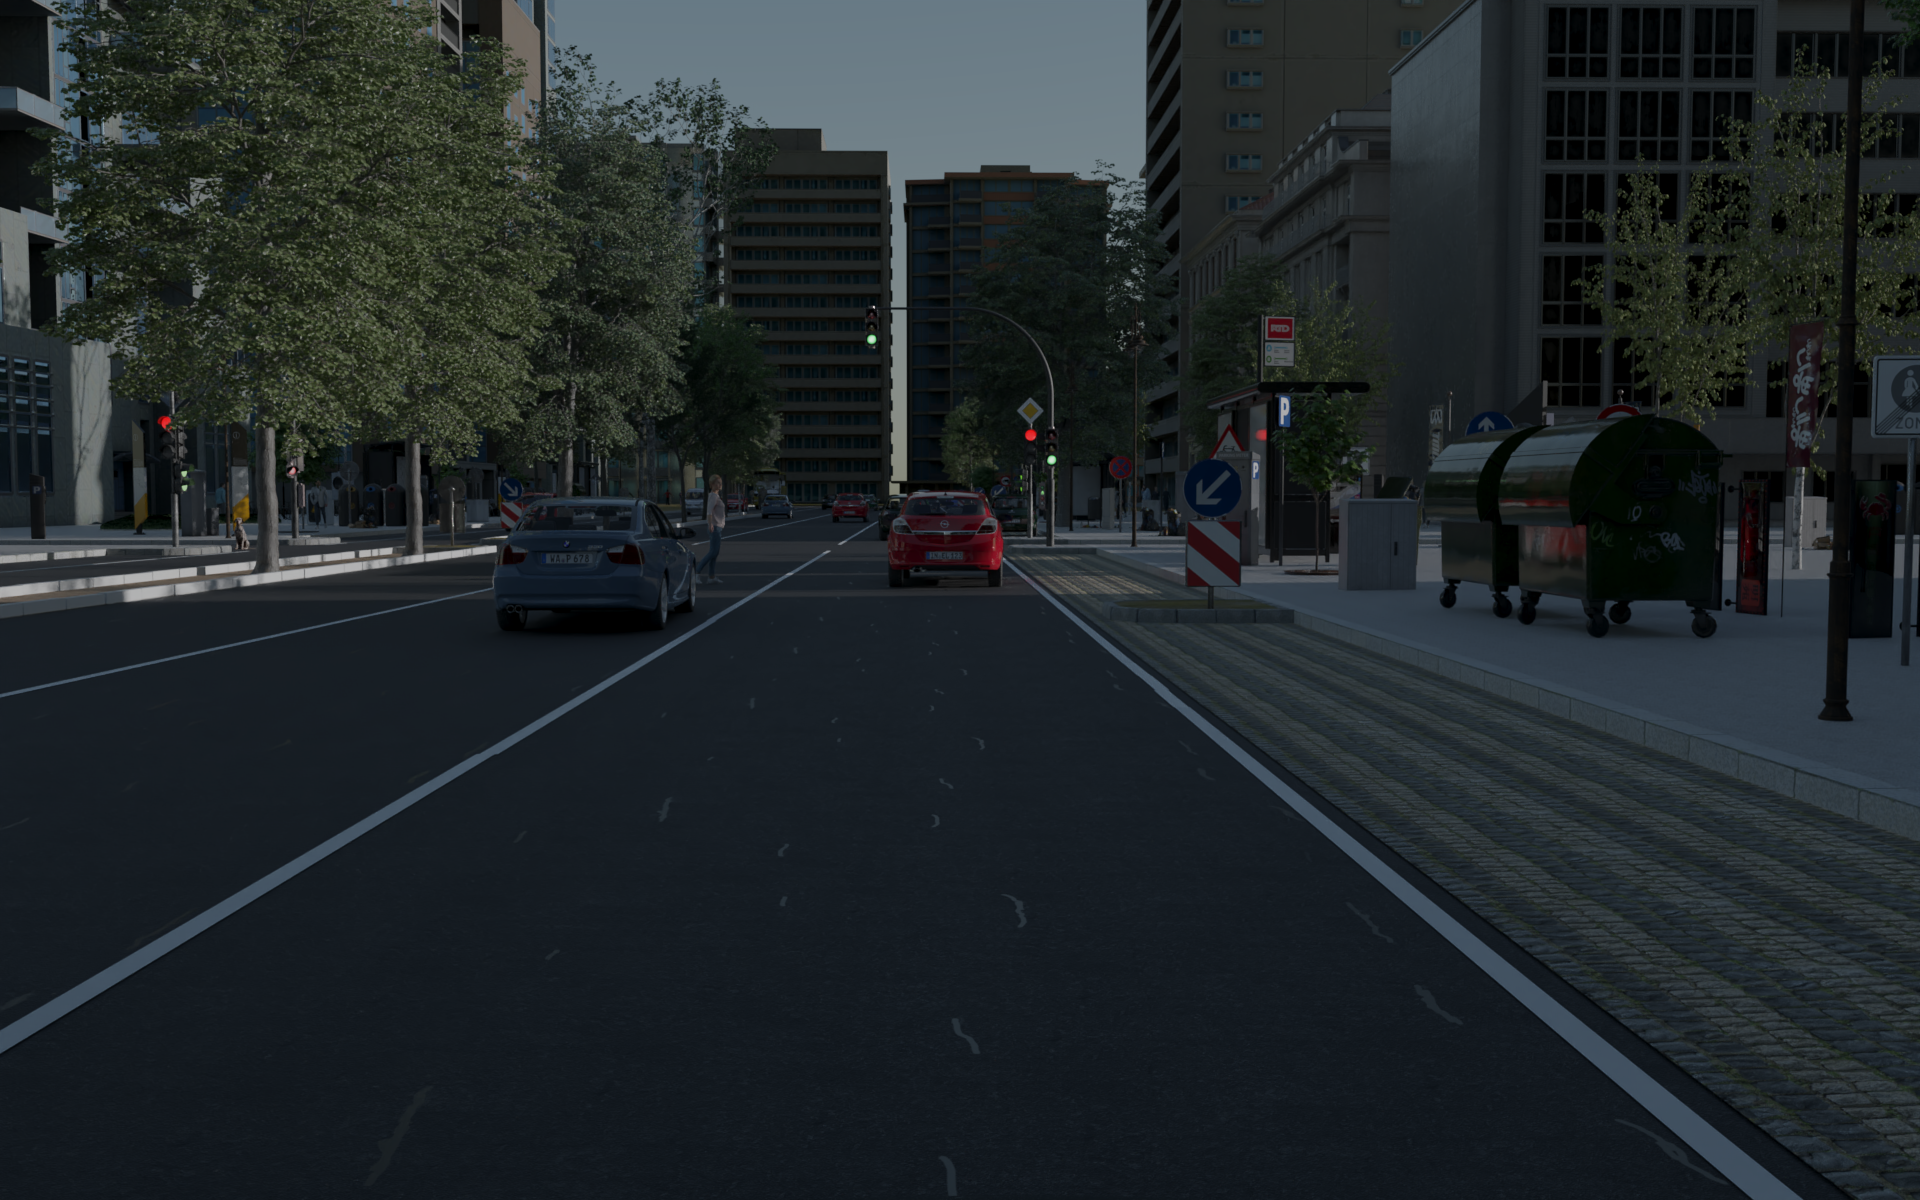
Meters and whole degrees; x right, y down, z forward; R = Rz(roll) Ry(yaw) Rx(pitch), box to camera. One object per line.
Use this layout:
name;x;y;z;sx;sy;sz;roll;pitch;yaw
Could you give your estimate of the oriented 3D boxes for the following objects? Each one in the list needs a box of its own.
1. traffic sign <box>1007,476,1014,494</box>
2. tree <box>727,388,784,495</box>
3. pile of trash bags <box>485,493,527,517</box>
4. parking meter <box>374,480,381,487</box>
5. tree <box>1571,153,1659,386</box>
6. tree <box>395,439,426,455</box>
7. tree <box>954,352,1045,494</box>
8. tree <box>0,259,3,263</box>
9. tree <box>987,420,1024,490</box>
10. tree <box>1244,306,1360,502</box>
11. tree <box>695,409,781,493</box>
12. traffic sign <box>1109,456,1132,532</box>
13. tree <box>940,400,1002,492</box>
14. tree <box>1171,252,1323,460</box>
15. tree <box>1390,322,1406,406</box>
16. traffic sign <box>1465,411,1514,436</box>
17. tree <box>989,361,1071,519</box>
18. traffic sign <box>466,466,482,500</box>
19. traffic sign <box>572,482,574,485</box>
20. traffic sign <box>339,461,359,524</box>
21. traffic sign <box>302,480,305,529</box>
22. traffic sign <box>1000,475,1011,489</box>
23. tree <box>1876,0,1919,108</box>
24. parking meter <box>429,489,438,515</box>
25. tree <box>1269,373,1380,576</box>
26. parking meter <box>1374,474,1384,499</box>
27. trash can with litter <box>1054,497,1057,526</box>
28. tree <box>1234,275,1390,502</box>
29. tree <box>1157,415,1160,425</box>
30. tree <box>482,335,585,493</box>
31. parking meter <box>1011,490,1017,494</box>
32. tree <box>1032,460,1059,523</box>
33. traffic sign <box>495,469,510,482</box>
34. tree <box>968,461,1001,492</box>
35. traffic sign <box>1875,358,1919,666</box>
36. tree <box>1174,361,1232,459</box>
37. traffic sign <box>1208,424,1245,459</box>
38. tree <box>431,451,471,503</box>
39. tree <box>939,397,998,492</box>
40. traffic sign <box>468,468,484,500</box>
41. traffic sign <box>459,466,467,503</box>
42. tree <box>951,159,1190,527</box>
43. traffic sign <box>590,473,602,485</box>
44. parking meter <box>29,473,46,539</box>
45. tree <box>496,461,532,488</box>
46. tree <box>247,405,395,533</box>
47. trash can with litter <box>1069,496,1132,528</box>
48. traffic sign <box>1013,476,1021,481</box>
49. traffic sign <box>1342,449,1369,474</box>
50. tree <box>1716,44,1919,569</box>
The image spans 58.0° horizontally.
traffic sign;3.372;-7.314;119.688;0.768;2.556;0.104;0;3;0
tree;-25.027;-17.948;200.107;9.857;13.997;8.962;0;3;0
pile of trash bags;-25.960;-5.406;98.141;1.912;1.369;3.447;0;4;7
parking meter;-24.036;-4.025;71.513;0.255;1.863;0.399;-1;4;-13
tree;15.600;-5.349;37.825;4.737;8.622;4.395;0;3;0
tree;-30.507;-6.759;94.228;4.285;4.588;4.351;0;3;0
tree;3.106;-10.796;110.934;7.601;10.594;8.767;-1;4;-12
tree;-21.632;-5.172;34.932;4.737;8.622;4.395;0;3;0
tree;3.489;-10.924;128.971;4.737;8.622;4.395;0;3;0
tree;13.458;-7.226;68.502;4.360;8.622;3.978;0;3;0
tree;-24.423;-17.008;188.451;12.009;13.543;11.850;0;3;0
traffic sign;5.359;-3.530;57.814;0.768;2.556;0.104;0;4;3
tree;1.551;-15.963;186.747;9.928;11.665;9.643;0;3;0
tree;13.634;-10.015;81.877;7.486;12.596;7.792;0;3;0
tree;14.098;-6.904;63.235;4.737;8.622;4.395;0;3;0
traffic sign;8.164;-1.630;26.751;0.768;2.556;0.104;0;4;4
tree;3.797;-8.415;87.947;4.360;8.622;3.978;0;3;0
traffic sign;-22.574;-4.911;80.302;0.884;2.594;0.081;0;4;7
traffic sign;-22.651;-6.094;99.643;0.884;2.594;0.081;0;4;3
traffic sign;-23.539;-4.078;66.787;0.768;2.556;0.104;0;4;0
traffic sign;-23.926;-3.849;63.033;0.768;2.556;0.104;0;4;4
traffic sign;3.089;-7.178;117.467;0.768;2.556;0.104;0;4;-1
tree;14.450;-5.699;18.939;9.928;11.665;9.643;0;3;0
parking meter;-23.996;-4.316;78.974;0.372;1.533;0.369;0;3;0
tree;5.847;-2.020;27.634;1.663;3.219;1.824;0;3;0
parking meter;12.354;-2.779;51.150;0.255;1.863;0.399;1;4;18
trash can with litter;4.017;-3.532;69.142;0.624;1.170;1.055;1;4;21
tree;11.394;-6.564;57.689;4.737;8.622;4.395;0;3;0
tree;10.914;-10.346;119.517;4.737;8.622;4.395;0;3;0
tree;-23.183;-10.292;94.031;9.928;11.665;9.643;0;3;0
parking meter;3.429;-6.226;110.204;0.372;1.533;0.369;0;3;0
tree;3.937;-5.074;77.564;1.663;3.219;1.824;0;3;0
traffic sign;-22.606;-5.230;85.615;0.768;2.556;0.104;0;4;6
tree;2.420;-11.473;171.299;4.285;4.588;4.351;0;3;0
traffic sign;7.063;-0.657;12.875;0.606;2.300;0.079;0;4;5
tree;12.962;-8.495;89.260;4.360;8.622;3.978;0;3;0
traffic sign;4.994;-1.971;32.237;0.884;2.594;0.081;0;4;1
tree;-22.550;-4.983;76.069;1.663;3.219;1.824;0;3;0
tree;1.122;-17.318;201.278;7.486;12.596;7.792;0;3;0
traffic sign;-23.236;-5.079;83.146;0.768;2.556;0.104;0;4;2
traffic sign;-23.422;-4.968;81.233;0.884;2.594;0.081;0;4;3
tree;3.975;-9.831;67.387;9.857;13.997;8.962;0;3;0
traffic sign;-22.722;-6.625;108.045;0.795;2.593;0.064;0;4;3
parking meter;-26.154;-2.657;49.151;0.399;1.863;0.255;-1;4;-21
tree;-22.577;-5.667;87.261;1.663;3.219;1.824;0;3;0
tree;-22.118;-4.532;57.815;4.285;4.588;4.351;0;3;0
trash can with litter;5.370;-3.308;65.137;2.233;1.210;1.678;2;4;29
traffic sign;3.976;-7.153;117.056;0.768;2.556;0.104;0;4;7
traffic sign;8.693;-2.204;38.158;0.606;2.300;0.079;0;4;5
tree;14.506;-4.825;29.250;4.737;8.622;4.395;0;3;0
